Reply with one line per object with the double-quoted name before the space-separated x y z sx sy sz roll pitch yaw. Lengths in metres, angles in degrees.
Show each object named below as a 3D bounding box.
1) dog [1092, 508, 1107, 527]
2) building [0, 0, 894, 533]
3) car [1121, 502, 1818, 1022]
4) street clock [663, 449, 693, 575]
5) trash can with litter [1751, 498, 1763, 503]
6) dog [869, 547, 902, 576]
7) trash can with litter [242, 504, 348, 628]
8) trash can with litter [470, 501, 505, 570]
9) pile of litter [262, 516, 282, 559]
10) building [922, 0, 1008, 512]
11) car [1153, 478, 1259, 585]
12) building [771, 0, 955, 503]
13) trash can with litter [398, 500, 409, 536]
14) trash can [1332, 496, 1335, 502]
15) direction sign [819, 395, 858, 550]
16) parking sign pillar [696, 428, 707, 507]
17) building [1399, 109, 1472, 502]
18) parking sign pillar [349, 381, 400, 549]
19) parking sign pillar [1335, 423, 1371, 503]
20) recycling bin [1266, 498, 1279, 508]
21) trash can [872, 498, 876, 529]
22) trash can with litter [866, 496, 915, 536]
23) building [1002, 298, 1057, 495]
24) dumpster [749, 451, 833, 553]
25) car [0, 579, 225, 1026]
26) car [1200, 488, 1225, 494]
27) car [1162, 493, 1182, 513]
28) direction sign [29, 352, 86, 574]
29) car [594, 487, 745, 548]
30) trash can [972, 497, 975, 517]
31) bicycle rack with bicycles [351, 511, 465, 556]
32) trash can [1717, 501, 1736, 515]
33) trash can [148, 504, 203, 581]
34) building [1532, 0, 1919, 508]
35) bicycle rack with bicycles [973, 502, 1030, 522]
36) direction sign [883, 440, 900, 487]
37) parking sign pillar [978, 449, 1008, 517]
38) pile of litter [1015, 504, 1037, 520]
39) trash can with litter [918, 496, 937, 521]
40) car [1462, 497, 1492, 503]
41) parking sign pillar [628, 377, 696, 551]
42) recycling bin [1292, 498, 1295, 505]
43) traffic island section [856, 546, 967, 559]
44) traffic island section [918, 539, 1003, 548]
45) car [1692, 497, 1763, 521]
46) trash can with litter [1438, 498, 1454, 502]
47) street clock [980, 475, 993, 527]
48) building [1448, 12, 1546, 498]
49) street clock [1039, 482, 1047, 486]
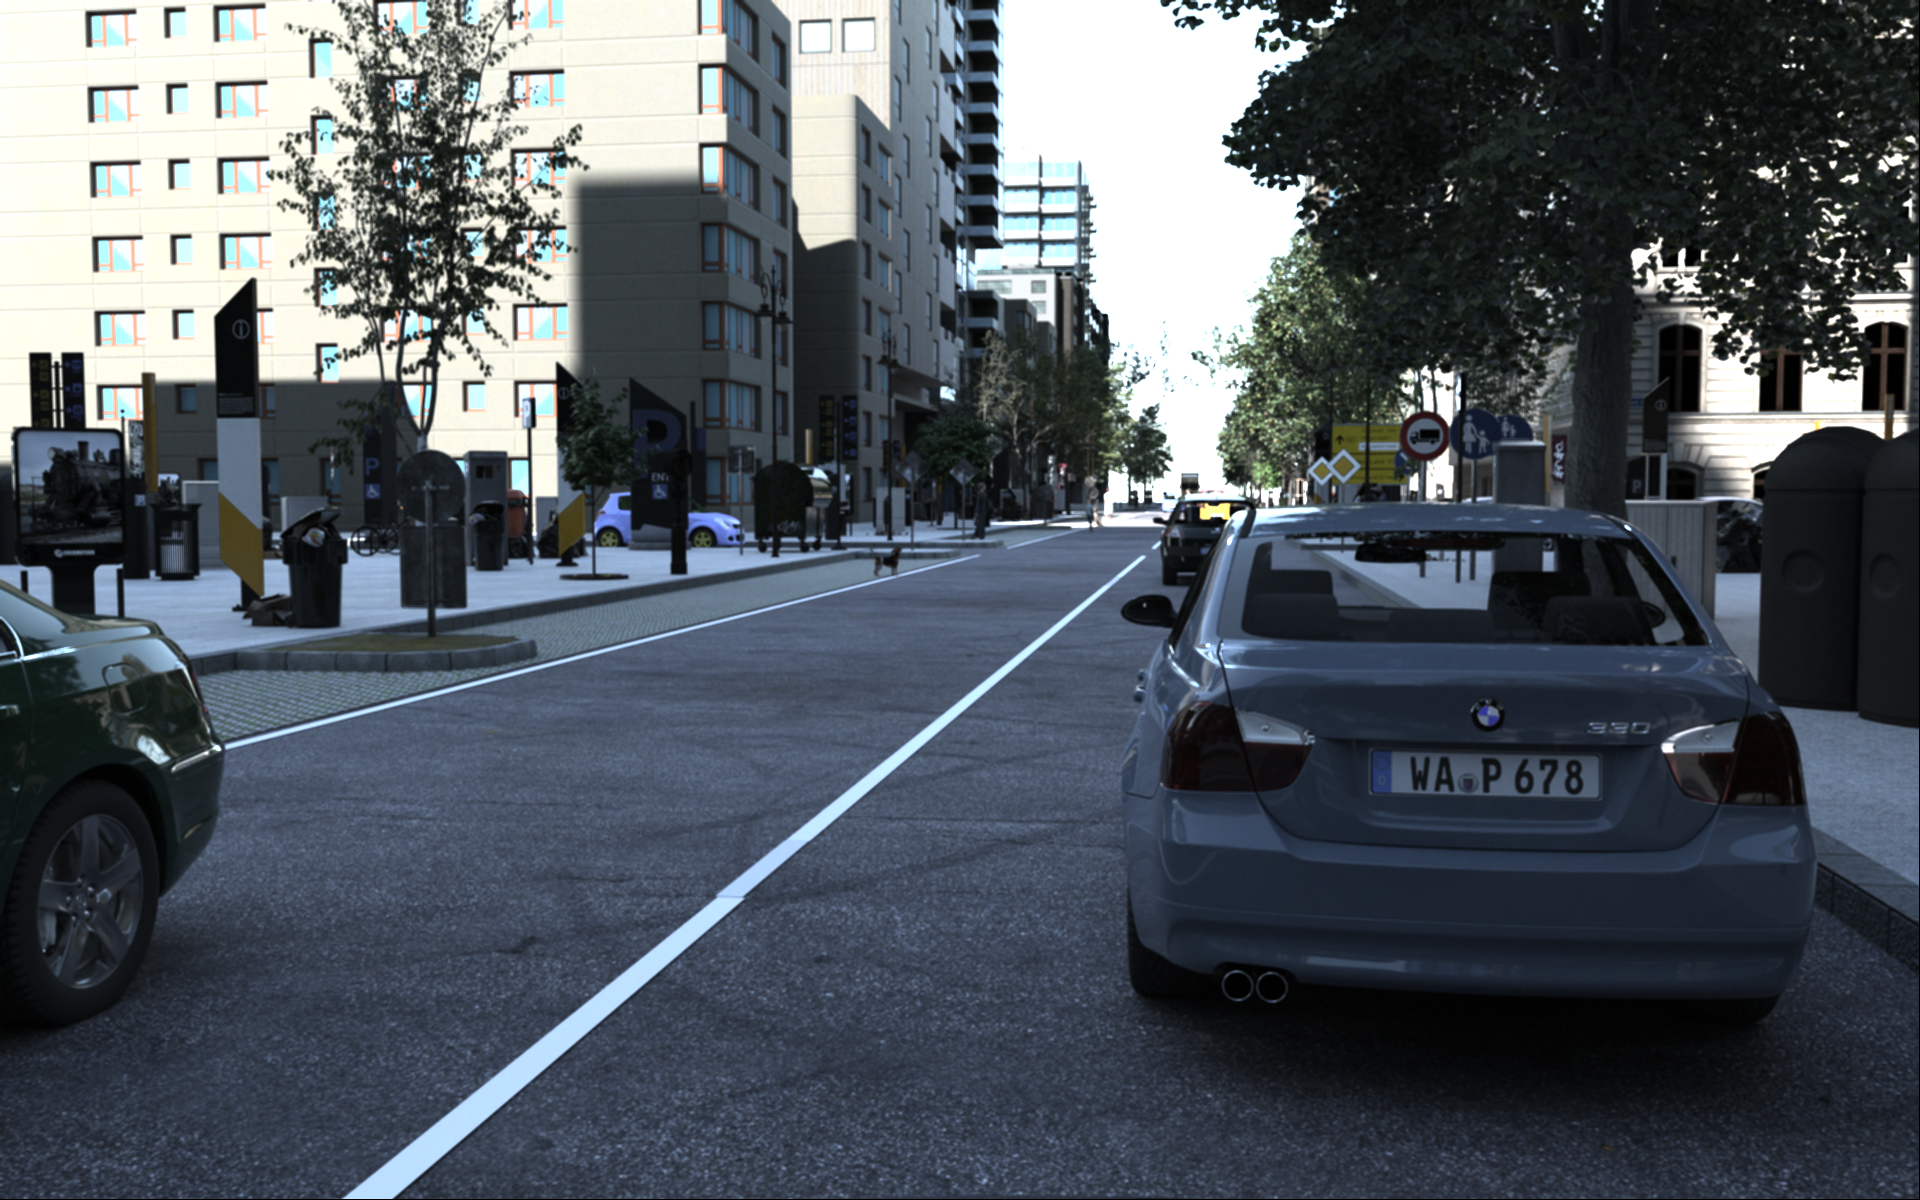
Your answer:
"dog" 6.162 -3.631 76.207 0.800 0.831 0.513 0 4 4
"building" -18.980 -13.864 71.718 27.650 21.520 28.899 1 4 8
"car" 1.541 0.361 6.094 2.014 1.417 4.499 1 4 9
"street clock" -4.499 -1.413 27.666 0.358 2.002 0.471 2 4 32
"trash can with litter" 20.775 -2.023 44.458 0.624 1.170 1.055 -2 4 -28
"dog" -1.286 -0.666 30.177 0.406 0.507 0.540 1 4 21
"trash can with litter" -6.456 -0.327 16.727 1.055 1.170 0.624 1 4 18
"trash can with litter" -8.035 -1.089 29.198 0.624 1.170 1.055 -2 4 -26
"pile of litter" -13.689 -1.249 34.379 1.719 0.858 1.176 -3 4 -37
"building" -7.072 -50.476 137.948 22.319 86.520 31.000 1 4 8
"car" 4.193 -1.150 28.590 2.009 1.686 4.222 0 4 7
"building" -15.183 -31.824 109.557 28.713 52.752 27.495 1 4 8
"trash can with litter" -16.482 -2.376 50.234 0.624 1.170 1.055 3 5 42
"trash can" 23.122 -5.829 106.964 0.748 1.137 0.748 0 3 0
"direction sign" -2.786 -2.921 39.756 0.876 3.537 0.379 0 4 3
"parking sign pillar" -7.726 -3.825 51.014 1.447 3.967 1.447 -1 4 -9
"building" 33.769 -18.844 105.356 12.463 27.353 25.104 1 4 8
"parking sign pillar" -13.611 -3.192 40.666 1.447 3.967 1.447 0 4 -2
"parking sign pillar" 14.536 -4.616 63.946 1.447 3.967 1.447 1 4 14
"recycling bin" 18.636 -5.528 102.940 0.722 1.027 0.722 0 4 -3
"trash can" -2.887 -3.185 63.733 0.748 1.137 0.748 0 3 0
"trash can with litter" -2.091 -2.641 54.235 1.678 1.210 2.233 1 4 8
"building" -5.621 -19.872 169.941 27.650 21.520 28.899 1 4 8
"dumpster" -3.776 -2.209 38.619 1.502 2.255 1.985 1 4 8
"car" -3.414 0.509 3.480 2.131 1.459 4.920 0 4 6
"car" 16.623 -6.446 114.062 2.281 1.827 5.304 0 4 8
"car" 16.654 -7.648 134.635 1.945 1.707 3.694 1 4 8
"direction sign" -14.450 -2.190 27.802 0.876 3.537 0.379 0 4 3
"car" -7.182 -2.039 42.921 3.694 1.707 1.945 1 4 9
"trash can" 1.018 -5.193 96.551 0.748 1.137 0.748 0 3 0
"bicycle rack with bicycles" -11.654 -1.451 37.103 2.925 0.926 2.852 -2 4 -26
"trash can" 16.050 -1.537 36.776 0.748 1.137 0.748 0 3 0
"trash can" -11.692 -0.868 25.851 0.748 1.137 0.748 0 3 0
"building" 37.596 -14.488 55.970 34.723 24.649 14.460 1 4 8
"bicycle rack with bicycles" 2.073 -4.088 80.226 2.925 0.926 2.852 -3 4 -38
"direction sign" -2.871 -4.937 72.717 0.876 3.537 0.379 -3 5 -41
"parking sign pillar" 2.110 -6.721 98.366 1.447 3.967 1.447 -3 4 -37
"pile of litter" 3.083 -4.455 86.804 1.719 0.858 1.176 -1 4 -13
"trash can with litter" -1.477 -4.304 81.761 0.624 1.170 1.055 3 5 40
"car" 12.334 -1.773 41.350 4.827 1.381 2.083 0 4 8
"parking sign pillar" -6.935 -3.145 39.899 1.447 3.967 1.447 -1 4 -13
"recycling bin" 20.377 -5.735 106.317 0.722 1.027 0.722 -2 4 -35
"traffic island section" -1.104 -1.040 39.290 2.009 0.180 2.903 1 4 8
"traffic island section" 0.078 -1.523 47.187 2.009 0.180 2.903 1 4 8
"car" 17.900 -1.683 39.874 4.827 1.381 2.083 1 4 10
"trash can with litter" 13.545 -2.303 49.038 0.624 1.170 1.055 -1 4 -11
"street clock" 1.034 -3.836 67.284 0.471 2.002 0.358 -3 5 -40
"building" 31.690 -17.562 80.646 14.314 27.812 24.014 1 4 8
"street clock" 4.787 -5.827 99.837 0.471 2.002 0.358 -2 4 -26
